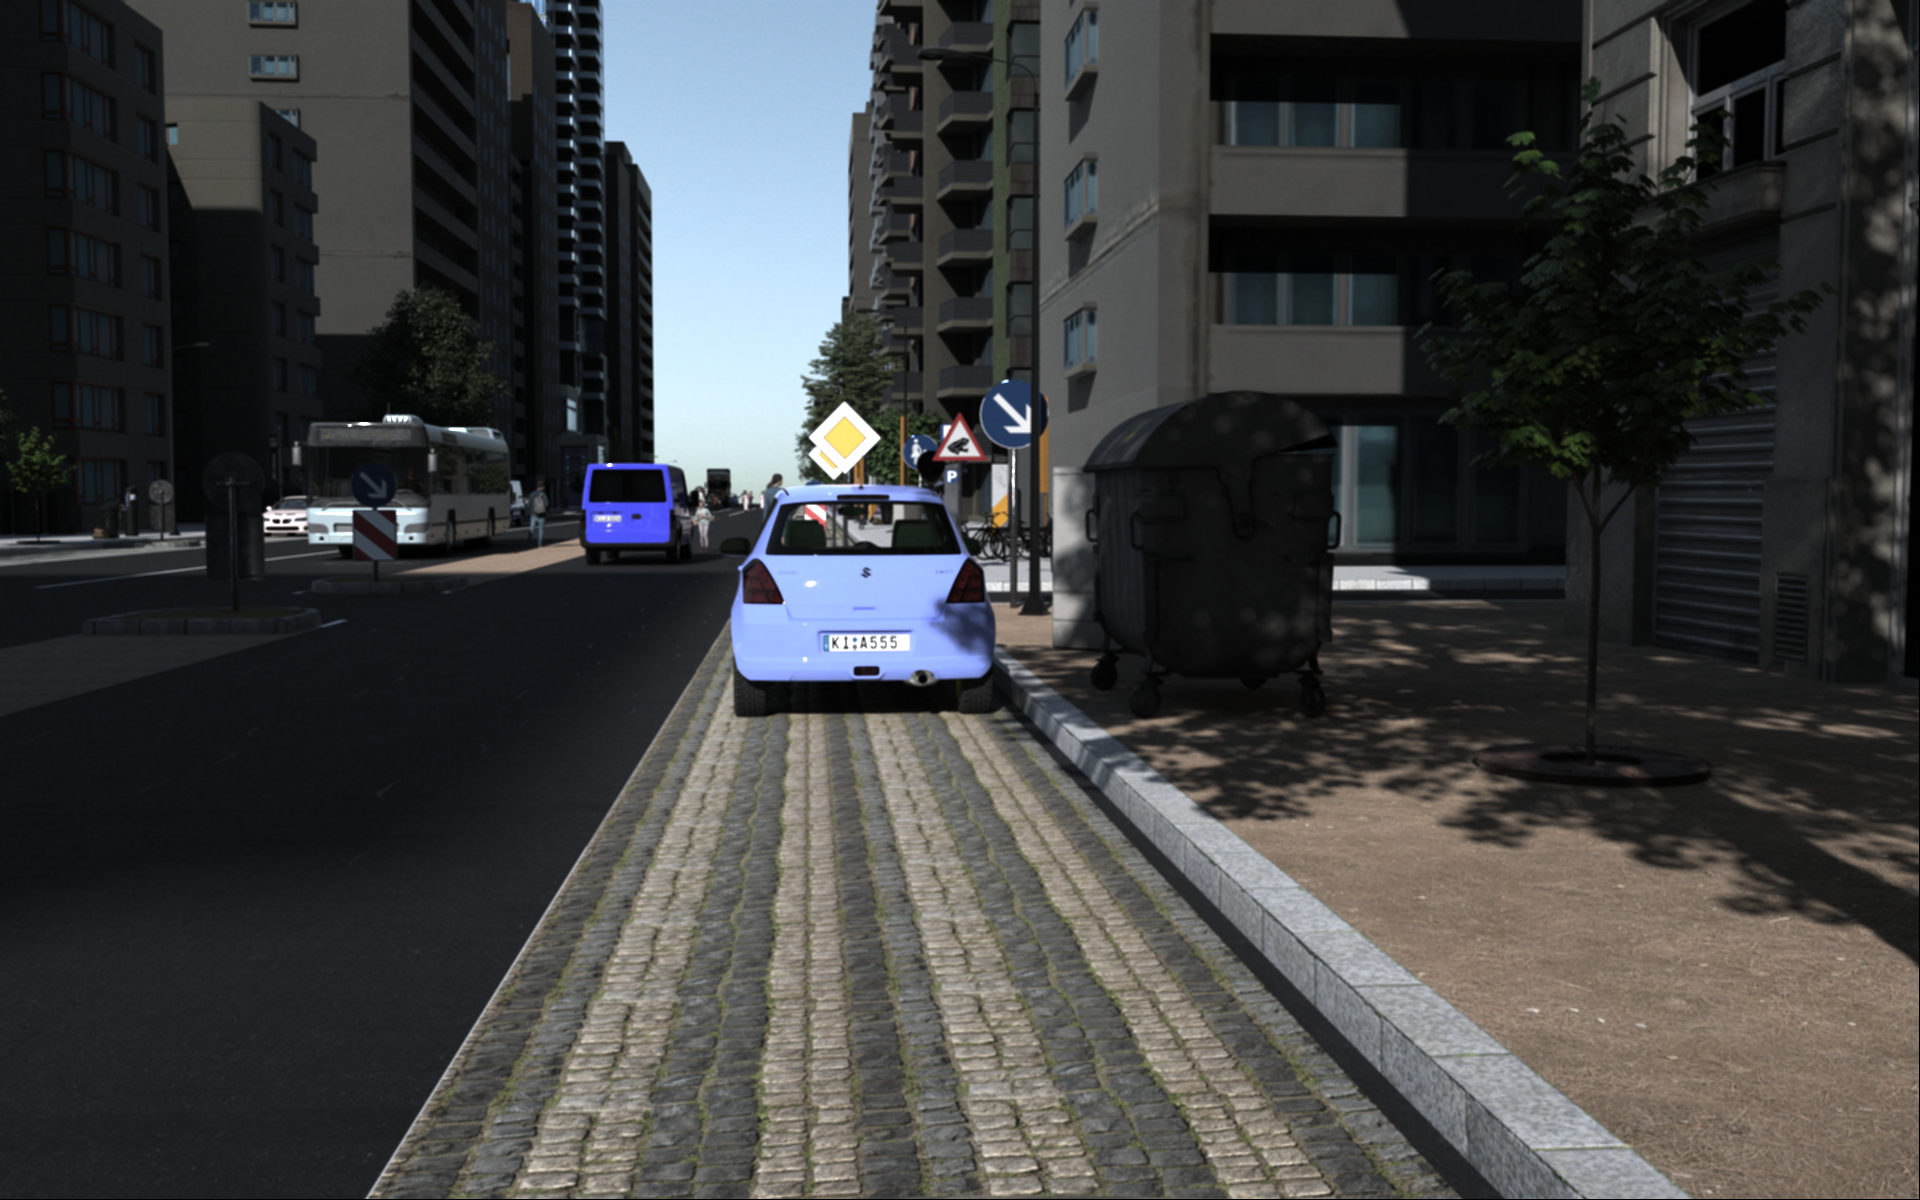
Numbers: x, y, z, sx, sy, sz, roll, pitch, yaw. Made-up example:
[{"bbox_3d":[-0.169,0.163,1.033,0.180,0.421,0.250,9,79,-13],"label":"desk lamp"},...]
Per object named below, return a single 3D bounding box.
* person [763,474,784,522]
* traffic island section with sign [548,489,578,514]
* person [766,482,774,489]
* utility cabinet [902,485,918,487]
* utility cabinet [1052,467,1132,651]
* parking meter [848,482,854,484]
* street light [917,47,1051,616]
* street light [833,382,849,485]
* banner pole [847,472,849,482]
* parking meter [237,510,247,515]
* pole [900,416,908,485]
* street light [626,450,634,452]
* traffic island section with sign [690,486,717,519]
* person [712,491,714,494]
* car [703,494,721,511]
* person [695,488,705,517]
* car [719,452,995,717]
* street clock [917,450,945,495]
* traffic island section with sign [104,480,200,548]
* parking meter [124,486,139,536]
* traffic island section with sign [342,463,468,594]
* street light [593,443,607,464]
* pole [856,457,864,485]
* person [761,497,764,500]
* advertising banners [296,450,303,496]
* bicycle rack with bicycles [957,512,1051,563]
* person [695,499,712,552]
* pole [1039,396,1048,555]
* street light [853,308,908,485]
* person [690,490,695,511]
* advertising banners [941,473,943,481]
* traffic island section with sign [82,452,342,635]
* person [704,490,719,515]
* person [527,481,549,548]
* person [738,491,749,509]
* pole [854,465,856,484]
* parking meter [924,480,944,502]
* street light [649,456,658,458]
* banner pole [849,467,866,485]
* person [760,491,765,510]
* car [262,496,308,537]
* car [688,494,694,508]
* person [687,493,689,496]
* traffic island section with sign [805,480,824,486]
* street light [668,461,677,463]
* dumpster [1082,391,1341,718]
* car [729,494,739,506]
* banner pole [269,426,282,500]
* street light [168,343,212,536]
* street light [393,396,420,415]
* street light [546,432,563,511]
[{"bbox_3d":[-3.548,-1.523,33.431,0.581,1.822,0.654,1,4,13],"label":"person"},{"bbox_3d":[-28.488,-7.082,124.415,1.989,1.847,2.006,0,4,-5],"label":"traffic island section with sign"},{"bbox_3d":[-4.624,-2.031,42.462,0.466,1.731,0.760,1,4,20],"label":"person"},{"bbox_3d":[-1.283,-2.036,41.970,0.318,1.500,1.173,1,4,20],"label":"utility cabinet"},{"bbox_3d":[1.344,-0.331,14.083,1.173,1.500,0.318,2,4,31],"label":"utility cabinet"},{"bbox_3d":[-5.390,-4.896,85.754,0.255,1.863,0.399,-2,4,-28],"label":"parking meter"},{"bbox_3d":[0.255,-2.793,18.210,1.470,5.913,1.316,0,4,-5],"label":"street light"},{"bbox_3d":[-4.574,-6.094,72.173,1.470,5.913,1.316,0,4,-5],"label":"street light"},{"bbox_3d":[-5.708,-6.154,90.627,0.863,3.779,0.401,-1,4,-18],"label":"banner pole"},{"bbox_3d":[-28.388,-3.834,68.404,0.255,1.863,0.399,1,4,10],"label":"parking meter"},{"bbox_3d":[-1.461,-3.154,45.407,0.158,3.312,0.155,0,3,0],"label":"pole"},{"bbox_3d":[-35.194,-12.927,183.903,1.470,5.913,1.316,0,4,-5],"label":"street light"},{"bbox_3d":[-15.166,-5.660,100.670,2.006,1.907,1.989,0,4,-5],"label":"traffic island section with sign"},{"bbox_3d":[-25.107,-10.235,176.399,0.434,1.755,0.990,-1,4,-23],"label":"person"},{"bbox_3d":[-21.777,-8.620,150.727,2.009,1.686,4.222,0,4,-4],"label":"car"},{"bbox_3d":[-14.537,-5.373,96.568,0.478,1.798,0.641,3,4,38],"label":"person"},{"bbox_3d":[-0.764,-0.175,12.454,1.945,1.707,3.694,0,4,-6],"label":"car"},{"bbox_3d":[-0.483,-1.484,28.836,0.471,2.002,0.358,0,4,-2],"label":"street clock"},{"bbox_3d":[-21.649,-2.323,46.604,1.989,1.847,2.006,0,4,-5],"label":"traffic island section with sign"},{"bbox_3d":[-25.231,-2.711,52.732,0.372,1.533,0.369,0,3,0],"label":"parking meter"},{"bbox_3d":[-8.568,-1.082,25.820,2.006,1.907,1.989,0,4,-5],"label":"traffic island section with sign"},{"bbox_3d":[-32.957,-11.365,158.356,1.470,5.913,1.316,0,4,-5],"label":"street light"},{"bbox_3d":[-3.573,-4.214,62.745,0.158,3.312,0.155,0,3,0],"label":"pole"},{"bbox_3d":[-14.897,-7.664,134.491,1.217,1.739,0.721,-2,4,-26],"label":"person"},{"bbox_3d":[-25.261,-4.284,66.224,0.090,3.025,2.074,-2,4,-26],"label":"advertising banners"},{"bbox_3d":[1.072,-1.233,33.547,2.925,0.926,2.852,-1,4,-23],"label":"bicycle rack with bicycles"},{"bbox_3d":[-6.314,-1.827,42.649,0.425,1.301,0.394,0,4,-6],"label":"person"},{"bbox_3d":[1.734,-2.585,36.106,0.158,3.312,0.155,0,3,0],"label":"pole"},{"bbox_3d":[-1.904,-4.336,43.434,1.470,5.913,1.316,0,4,-5],"label":"street light"},{"bbox_3d":[-22.851,-8.489,147.749,0.568,1.767,0.683,1,4,13],"label":"person"},{"bbox_3d":[-0.600,-3.321,50.485,0.090,3.025,2.074,0,4,6],"label":"advertising banners"},{"bbox_3d":[-7.928,-0.630,18.441,2.006,1.907,1.989,0,4,-5],"label":"traffic island section with sign"},{"bbox_3d":[-16.787,-6.551,116.336,1.217,1.735,0.721,1,4,14],"label":"person"},{"bbox_3d":[-11.204,-2.273,46.018,0.623,1.781,0.721,0,4,1],"label":"person"},{"bbox_3d":[-20.132,-9.329,161.547,1.217,1.766,0.721,0,4,-3],"label":"person"},{"bbox_3d":[-4.620,-5.072,76.774,0.158,3.312,0.155,0,3,0],"label":"pole"},{"bbox_3d":[-0.469,-1.401,31.325,0.372,1.533,0.369,0,3,0],"label":"parking meter"},{"bbox_3d":[-37.755,-14.682,212.595,1.470,5.913,1.316,0,4,-5],"label":"street light"},{"bbox_3d":[-5.093,-6.023,88.490,0.863,3.779,0.401,0,4,2],"label":"banner pole"},{"bbox_3d":[-18.167,-9.207,159.704,0.551,1.740,0.621,-3,5,-40],"label":"person"},{"bbox_3d":[-22.526,-2.873,59.341,2.083,1.381,4.827,0,4,-5],"label":"car"},{"bbox_3d":[-24.560,-9.093,160.465,2.131,1.459,4.920,0,4,-6],"label":"car"},{"bbox_3d":[-12.154,-4.125,76.532,0.643,1.750,0.593,-3,5,-45],"label":"person"},{"bbox_3d":[-4.230,-2.482,49.211,1.989,1.847,2.006,0,4,-5],"label":"traffic island section with sign"},{"bbox_3d":[-40.286,-16.500,242.309,1.470,5.913,1.316,0,4,-5],"label":"street light"},{"bbox_3d":[1.508,-0.296,10.595,1.264,1.857,1.865,0,4,-5],"label":"dumpster"},{"bbox_3d":[-27.807,-12.298,210.661,1.945,1.707,3.694,0,4,-7],"label":"car"},{"bbox_3d":[-25.116,-4.505,63.676,0.401,3.779,0.863,1,4,13],"label":"banner pole"},{"bbox_3d":[-23.708,-4.943,53.353,1.470,5.913,1.316,0,4,-5],"label":"street light"},{"bbox_3d":[-26.184,-6.688,81.896,1.470,5.913,1.316,0,4,-5],"label":"street light"},{"bbox_3d":[-30.366,-9.607,129.621,1.470,5.913,1.316,0,4,-5],"label":"street light"}]
